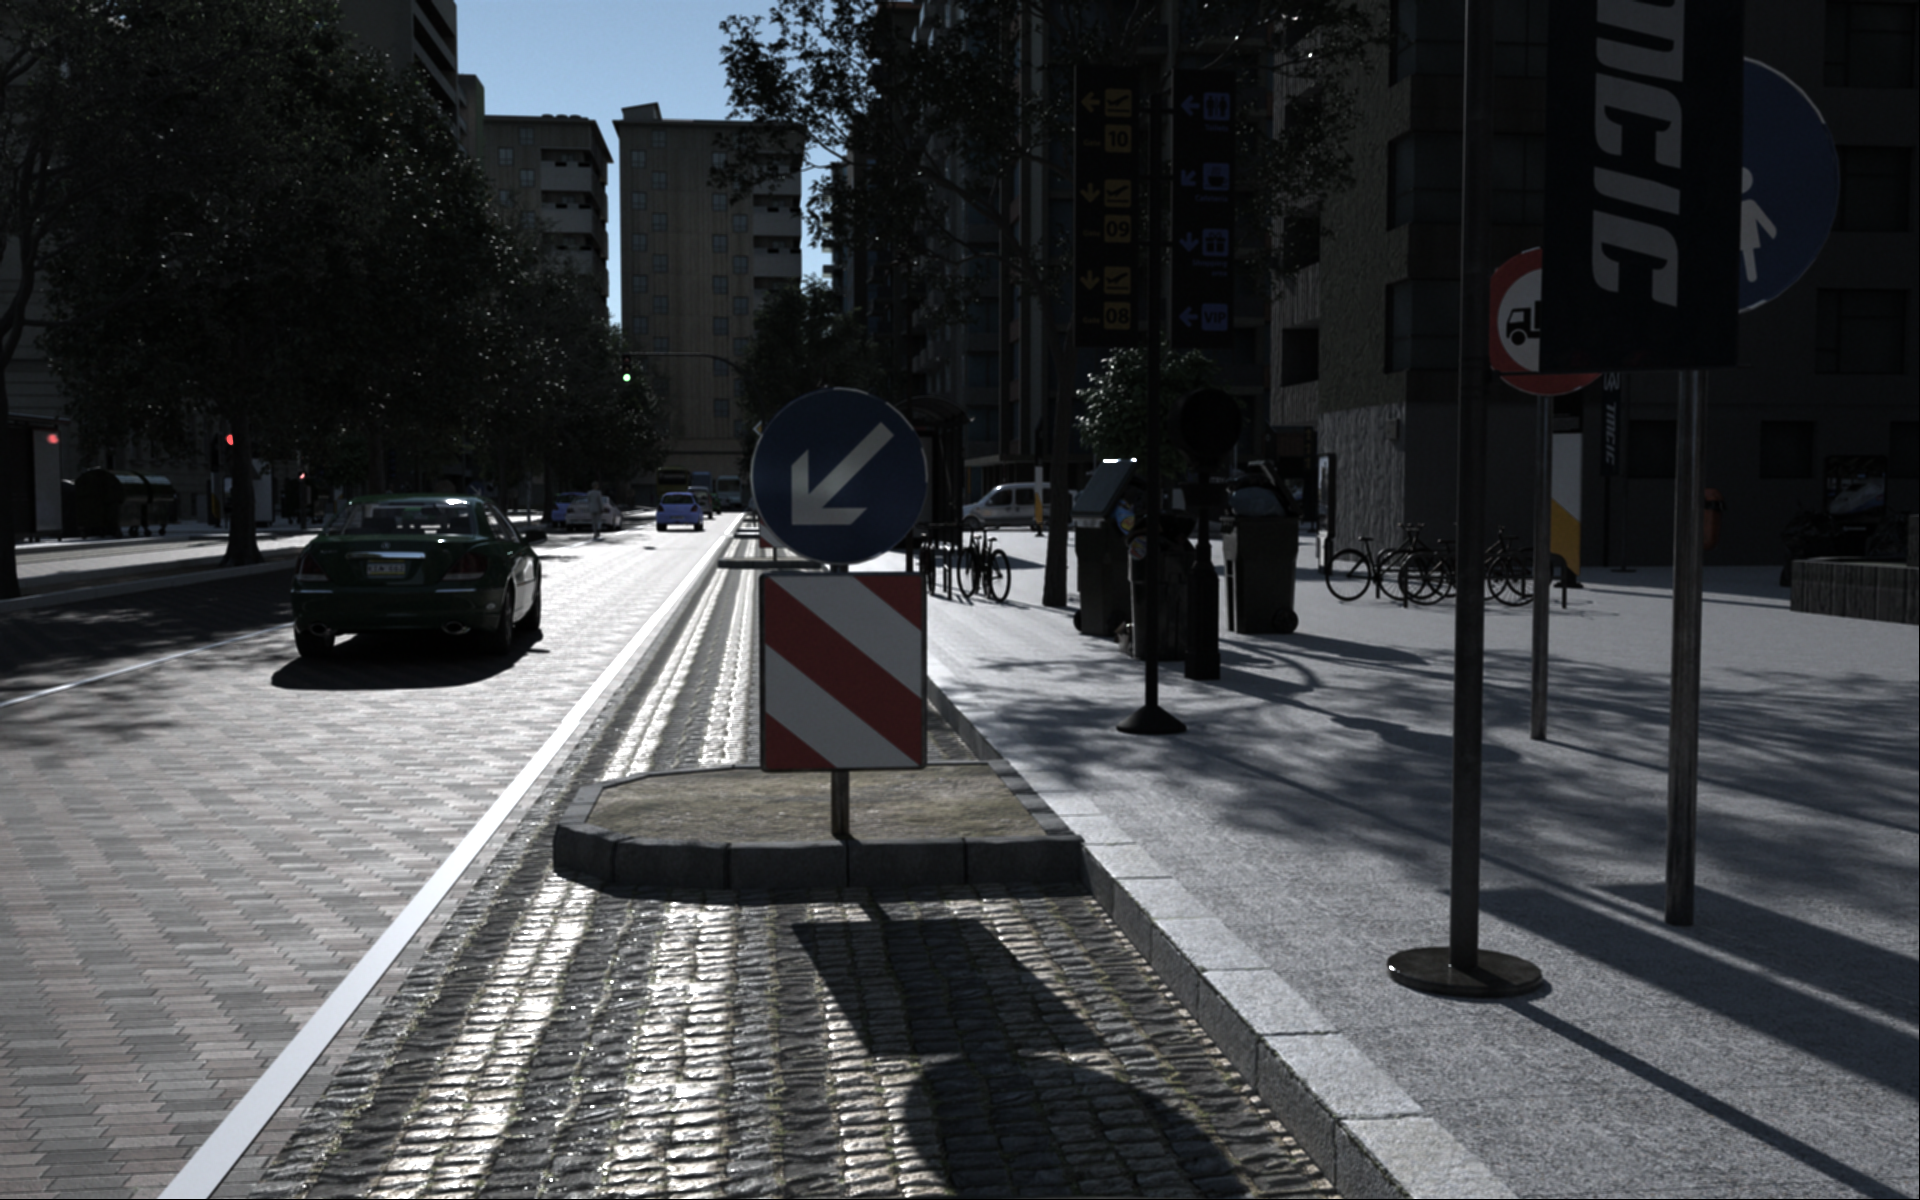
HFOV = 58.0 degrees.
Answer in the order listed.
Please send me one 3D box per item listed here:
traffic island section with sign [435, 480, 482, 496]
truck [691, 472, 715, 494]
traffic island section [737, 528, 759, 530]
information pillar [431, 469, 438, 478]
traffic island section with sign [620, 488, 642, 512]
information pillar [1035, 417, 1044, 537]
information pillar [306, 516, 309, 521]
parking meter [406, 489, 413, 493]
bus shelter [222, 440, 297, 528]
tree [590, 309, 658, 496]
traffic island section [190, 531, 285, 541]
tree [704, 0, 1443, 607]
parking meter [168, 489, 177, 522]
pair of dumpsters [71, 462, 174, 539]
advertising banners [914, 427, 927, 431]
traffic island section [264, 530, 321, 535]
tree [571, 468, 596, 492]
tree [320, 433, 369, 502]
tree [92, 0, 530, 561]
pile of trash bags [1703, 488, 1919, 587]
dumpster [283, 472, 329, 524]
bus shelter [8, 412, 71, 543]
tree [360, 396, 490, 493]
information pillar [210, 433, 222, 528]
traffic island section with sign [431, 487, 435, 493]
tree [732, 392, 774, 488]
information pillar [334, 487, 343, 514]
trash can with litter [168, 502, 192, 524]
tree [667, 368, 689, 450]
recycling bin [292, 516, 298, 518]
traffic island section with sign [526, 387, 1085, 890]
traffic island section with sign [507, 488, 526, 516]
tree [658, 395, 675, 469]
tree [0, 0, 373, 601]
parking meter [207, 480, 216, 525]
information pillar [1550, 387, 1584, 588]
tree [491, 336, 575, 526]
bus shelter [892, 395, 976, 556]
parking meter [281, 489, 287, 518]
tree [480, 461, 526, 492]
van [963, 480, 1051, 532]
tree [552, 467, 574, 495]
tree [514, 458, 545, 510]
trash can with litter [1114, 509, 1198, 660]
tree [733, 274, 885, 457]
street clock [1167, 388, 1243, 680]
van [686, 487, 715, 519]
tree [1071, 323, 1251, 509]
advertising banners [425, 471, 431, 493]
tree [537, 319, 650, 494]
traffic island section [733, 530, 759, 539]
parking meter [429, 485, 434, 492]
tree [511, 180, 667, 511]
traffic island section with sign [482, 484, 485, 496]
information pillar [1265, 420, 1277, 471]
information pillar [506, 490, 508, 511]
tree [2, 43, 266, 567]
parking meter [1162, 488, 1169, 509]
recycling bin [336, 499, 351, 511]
[{"bbox_3d":[-16.620,-2.899,55.539,2.006,1.907,1.989,0,4,-7],"label":"traffic island section with sign"},{"bbox_3d":[-30.493,-12.976,201.911,2.967,4.110,18.799,0,4,-5],"label":"truck"},{"bbox_3d":[-7.284,-2.577,64.418,2.009,0.180,2.903,0,4,-7],"label":"traffic island section"},{"bbox_3d":[-39.557,-8.511,130.503,0.504,3.616,0.183,-1,4,-21],"label":"information pillar"},{"bbox_3d":[-26.144,-7.914,137.536,2.006,1.907,1.989,0,4,-7],"label":"traffic island section with sign"},{"bbox_3d":[2.380,-3.720,52.177,0.183,3.616,0.504,1,4,21],"label":"information pillar"},{"bbox_3d":[-30.902,-5.509,81.420,0.183,3.616,0.504,1,4,17],"label":"information pillar"},{"bbox_3d":[-30.432,-5.340,95.713,0.372,1.533,0.369,0,3,0],"label":"parking meter"},{"bbox_3d":[-26.972,-4.518,67.787,2.014,3.302,5.546,0,4,-6],"label":"bus shelter"},{"bbox_3d":[-19.975,-10.055,83.857,9.611,12.733,9.660,0,3,0],"label":"tree"},{"bbox_3d":[-22.795,-1.976,54.589,2.009,0.180,2.903,0,4,-7],"label":"traffic island section"},{"bbox_3d":[1.013,-5.185,19.188,8.767,10.594,7.601,1,4,8],"label":"tree"},{"bbox_3d":[-35.214,-4.221,77.431,0.372,1.533,0.369,0,3,0],"label":"parking meter"},{"bbox_3d":[-24.839,-2.993,51.431,1.574,2.255,4.437,0,4,-7],"label":"pair of dumpsters"},{"bbox_3d":[-1.820,-2.873,43.153,2.074,3.025,0.090,-1,4,-14],"label":"advertising banners"},{"bbox_3d":[-23.716,-2.461,62.521,2.009,0.180,2.903,0,4,-7],"label":"traffic island section"},{"bbox_3d":[-39.675,-12.153,182.411,4.285,4.588,4.351,0,3,0],"label":"tree"},{"bbox_3d":[-28.811,-5.963,81.209,4.285,4.588,4.351,0,3,0],"label":"tree"},{"bbox_3d":[-14.906,-7.617,43.998,9.611,12.733,9.660,0,3,0],"label":"tree"},{"bbox_3d":[11.924,-0.900,24.465,3.447,1.369,1.912,3,5,42],"label":"pile of trash bags"},{"bbox_3d":[-27.997,-4.380,74.103,1.502,2.255,1.985,0,4,-7],"label":"dumpster"},{"bbox_3d":[-25.068,-4.013,43.245,2.179,5.291,8.768,0,4,-6],"label":"bus shelter"},{"bbox_3d":[-31.393,-11.108,99.749,7.486,12.596,7.792,0,3,0],"label":"tree"},{"bbox_3d":[-28.284,-4.553,65.804,0.183,3.616,0.504,0,4,4],"label":"information pillar"},{"bbox_3d":[-26.238,-4.793,86.998,1.989,1.847,2.006,0,4,-7],"label":"traffic island section with sign"},{"bbox_3d":[-20.906,-17.620,205.099,9.611,12.733,9.660,0,3,0],"label":"tree"},{"bbox_3d":[-33.110,-6.166,92.161,0.183,3.616,0.504,3,5,40],"label":"information pillar"},{"bbox_3d":[-34.295,-3.863,74.219,2.233,1.210,1.678,0,4,-2],"label":"trash can with litter"},{"bbox_3d":[-24.351,-12.855,123.013,12.009,13.543,11.850,0,3,0],"label":"tree"},{"bbox_3d":[-36.173,-4.990,94.147,0.722,1.027,0.722,3,4,36],"label":"recycling bin"},{"bbox_3d":[-0.636,0.088,7.196,1.989,1.847,2.006,0,4,-7],"label":"traffic island section with sign"},{"bbox_3d":[-29.345,-6.431,113.778,1.989,1.847,2.006,0,4,-7],"label":"traffic island section with sign"},{"bbox_3d":[-23.280,-11.726,111.183,9.611,12.733,9.660,0,3,0],"label":"tree"},{"bbox_3d":[-12.974,-6.744,23.086,12.009,13.543,11.850,0,3,0],"label":"tree"},{"bbox_3d":[-30.750,-4.009,71.258,0.255,1.863,0.399,1,4,15],"label":"parking meter"},{"bbox_3d":[8.283,-1.978,23.702,0.504,3.616,0.183,3,4,37],"label":"information pillar"},{"bbox_3d":[-19.167,-7.583,76.808,4.360,8.622,3.978,0,3,0],"label":"tree"},{"bbox_3d":[-0.982,-2.703,38.114,2.014,3.302,5.546,0,4,-6],"label":"bus shelter"},{"bbox_3d":[-36.213,-5.167,92.890,0.372,1.533,0.369,0,3,0],"label":"parking meter"},{"bbox_3d":[-33.944,-8.849,128.397,4.285,4.588,4.351,0,3,0],"label":"tree"},{"bbox_3d":[1.591,-3.370,62.108,4.112,2.044,2.013,0,4,-6],"label":"van"},{"bbox_3d":[-36.758,-12.671,157.537,4.737,8.622,4.395,0,3,0],"label":"tree"},{"bbox_3d":[-34.734,-13.373,136.775,7.486,12.596,7.792,0,3,0],"label":"tree"},{"bbox_3d":[1.465,-0.138,13.648,0.624,1.170,1.055,-1,4,-14],"label":"trash can with litter"},{"bbox_3d":[-8.298,-11.834,100.133,9.857,13.997,8.962,0,3,0],"label":"tree"},{"bbox_3d":[1.683,-0.453,11.971,0.471,2.002,0.358,-1,4,-16],"label":"street clock"},{"bbox_3d":[-15.346,-5.779,101.499,2.013,2.044,4.112,-1,4,-9],"label":"van"},{"bbox_3d":[3.853,-3.032,33.294,4.285,4.588,4.351,0,3,0],"label":"tree"},{"bbox_3d":[-33.755,-6.955,109.898,0.090,3.025,2.074,-2,4,-26],"label":"advertising banners"},{"bbox_3d":[-21.997,-10.595,101.447,9.928,11.665,9.643,0,3,0],"label":"tree"},{"bbox_3d":[-6.363,-2.092,56.486,2.009,0.180,2.903,0,4,-7],"label":"traffic island section"},{"bbox_3d":[-33.966,-6.461,111.347,0.255,1.863,0.399,-2,4,-35],"label":"parking meter"},{"bbox_3d":[-17.897,-9.461,67.511,12.009,13.543,11.850,0,3,0],"label":"tree"},{"bbox_3d":[-17.465,-3.349,62.898,2.006,1.907,1.989,0,4,-7],"label":"traffic island section with sign"},{"bbox_3d":[9.791,-3.872,54.668,0.183,3.616,0.504,-2,4,-31],"label":"information pillar"},{"bbox_3d":[-34.741,-7.819,132.336,0.304,2.012,0.304,-1,4,-19],"label":"information pillar"},{"bbox_3d":[-14.158,-7.001,33.936,9.611,12.733,9.660,0,3,0],"label":"tree"},{"bbox_3d":[8.663,-3.973,73.370,0.372,1.533,0.369,0,3,0],"label":"parking meter"},{"bbox_3d":[-32.172,-4.777,90.652,0.722,1.027,0.722,0,4,-2],"label":"recycling bin"}]
